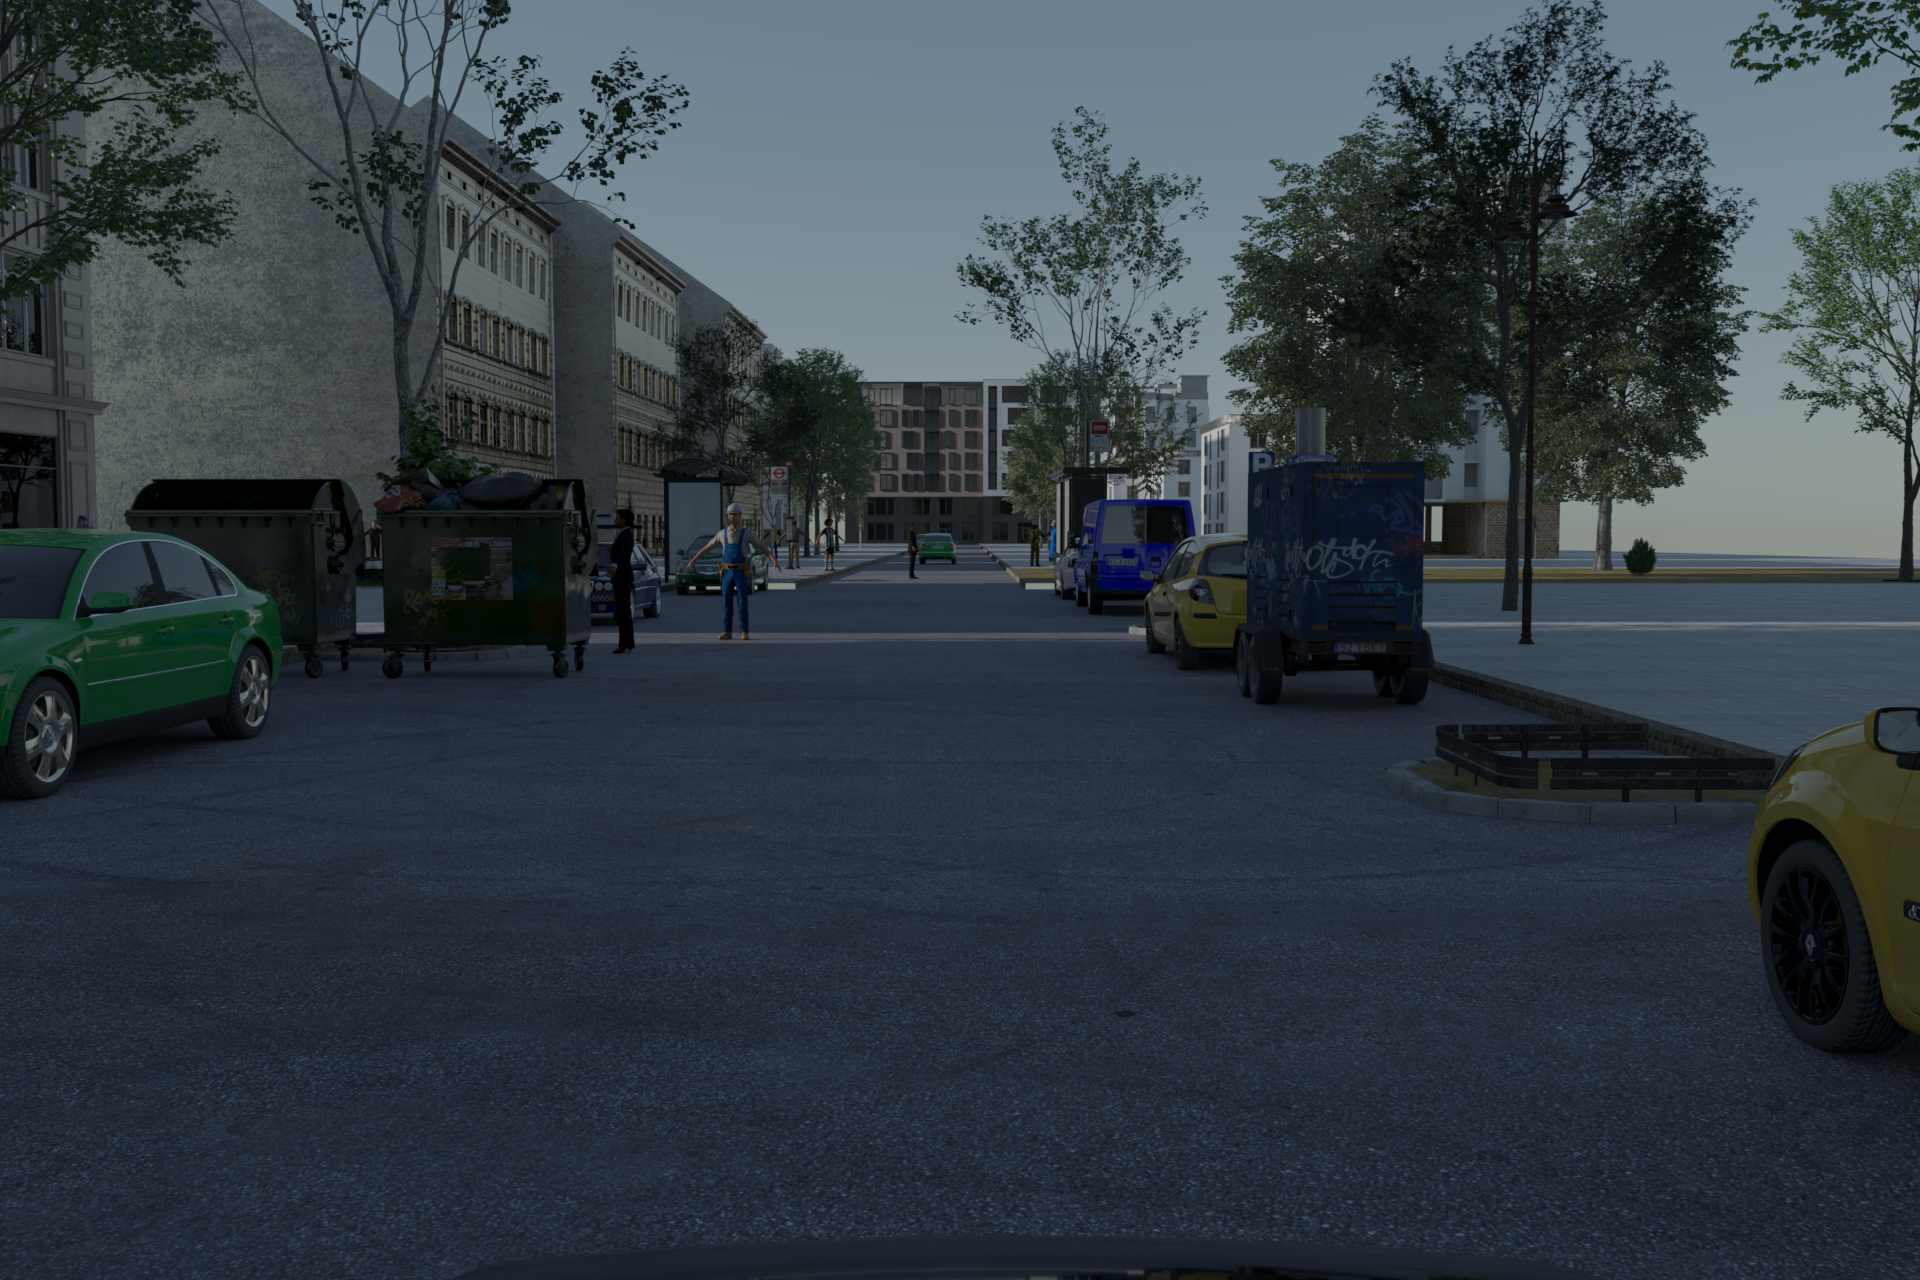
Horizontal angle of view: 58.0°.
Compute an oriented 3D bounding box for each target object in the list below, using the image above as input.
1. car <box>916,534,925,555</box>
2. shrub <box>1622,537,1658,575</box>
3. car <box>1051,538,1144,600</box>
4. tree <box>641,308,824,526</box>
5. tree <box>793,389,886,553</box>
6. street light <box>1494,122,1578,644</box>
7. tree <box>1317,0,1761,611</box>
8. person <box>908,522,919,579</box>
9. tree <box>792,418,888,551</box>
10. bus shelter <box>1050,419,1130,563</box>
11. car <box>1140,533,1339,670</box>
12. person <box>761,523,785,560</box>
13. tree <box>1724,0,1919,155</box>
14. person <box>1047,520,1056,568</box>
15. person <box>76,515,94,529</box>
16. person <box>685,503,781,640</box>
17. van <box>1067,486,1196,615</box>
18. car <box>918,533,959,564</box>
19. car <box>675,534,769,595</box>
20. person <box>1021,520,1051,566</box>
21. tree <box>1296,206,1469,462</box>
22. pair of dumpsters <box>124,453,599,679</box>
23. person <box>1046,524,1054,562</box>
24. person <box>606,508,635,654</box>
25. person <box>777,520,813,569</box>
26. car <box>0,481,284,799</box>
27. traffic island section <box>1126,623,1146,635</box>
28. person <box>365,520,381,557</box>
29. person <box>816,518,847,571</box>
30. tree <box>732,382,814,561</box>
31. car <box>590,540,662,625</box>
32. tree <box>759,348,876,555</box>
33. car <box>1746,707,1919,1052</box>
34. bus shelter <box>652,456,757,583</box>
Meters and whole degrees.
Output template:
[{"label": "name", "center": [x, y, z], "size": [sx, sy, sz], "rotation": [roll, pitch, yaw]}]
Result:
[{"label": "car", "center": [-2.338, -6.628, 120.168], "size": [2.131, 1.459, 4.920], "rotation": [0, 4, 0]}, {"label": "shrub", "center": [21.152, -2.615, 53.870], "size": [1.383, 1.207, 1.383], "rotation": [0, 3, 0]}, {"label": "car", "center": [3.138, -1.644, 39.236], "size": [2.083, 1.381, 4.827], "rotation": [0, 4, 0]}, {"label": "tree", "center": [-9.153, -8.330, 70.611], "size": [8.767, 10.594, 7.601], "rotation": [2, 4, 24]}, {"label": "tree", "center": [-8.729, -11.706, 117.147], "size": [9.928, 11.665, 9.643], "rotation": [0, 3, 0]}, {"label": "street light", "center": [6.606, -2.889, 20.029], "size": [0.468, 5.910, 1.993], "rotation": [0, 3, 0]}, {"label": "tree", "center": [9.528, -5.772, 28.792], "size": [7.601, 10.594, 8.767], "rotation": [-2, 4, -25]}, {"label": "person", "center": [-1.491, -2.861, 55.455], "size": [0.704, 1.802, 1.346], "rotation": [0, 4, 3]}, {"label": "tree", "center": [-9.173, -12.428, 128.953], "size": [9.928, 11.665, 9.643], "rotation": [0, 3, 0]}, {"label": "bus shelter", "center": [4.219, -4.939, 58.386], "size": [2.179, 5.291, 8.768], "rotation": [0, 4, -1]}, {"label": "car", "center": [3.113, -0.578, 19.680], "size": [2.015, 1.641, 3.980], "rotation": [0, 4, -1]}, {"label": "person", "center": [-9.119, -4.817, 84.727], "size": [1.349, 1.833, 0.705], "rotation": [2, 4, 23]}, {"label": "tree", "center": [8.769, -5.320, 12.739], "size": [9.928, 11.665, 9.643], "rotation": [0, 3, 0]}, {"label": "person", "center": [3.610, -3.674, 66.192], "size": [0.704, 1.817, 1.347], "rotation": [-1, 4, -14]}, {"label": "person", "center": [-21.466, -2.184, 42.418], "size": [0.621, 1.740, 0.551], "rotation": [0, 4, -3]}, {"label": "person", "center": [-3.059, -0.930, 23.513], "size": [1.347, 1.847, 0.705], "rotation": [1, 4, 9]}, {"label": "van", "center": [3.222, -1.720, 32.501], "size": [2.240, 2.365, 5.245], "rotation": [0, 3, 0]}, {"label": "car", "center": [-1.053, -4.584, 83.744], "size": [1.959, 1.807, 4.718], "rotation": [0, 4, 0]}, {"label": "car", "center": [-5.782, -1.873, 42.426], "size": [2.131, 1.459, 4.920], "rotation": [0, 4, 0]}, {"label": "person", "center": [2.988, -3.849, 68.695], "size": [1.354, 1.858, 0.705], "rotation": [2, 4, 32]}, {"label": "tree", "center": [9.303, -5.445, 39.392], "size": [4.360, 8.622, 3.978], "rotation": [0, 3, 0]}, {"label": "pair of dumpsters", "center": [-5.999, -0.771, 17.563], "size": [4.436, 2.255, 1.574], "rotation": [0, 4, 1]}, {"label": "person", "center": [4.323, -4.500, 80.031], "size": [0.721, 1.772, 1.216], "rotation": [3, 5, 40]}, {"label": "person", "center": [-4.131, -0.715, 20.864], "size": [0.721, 1.740, 1.216], "rotation": [0, 4, -6]}, {"label": "person", "center": [-6.122, -3.535, 64.073], "size": [1.348, 1.796, 0.705], "rotation": [0, 4, 4]}, {"label": "car", "center": [-5.820, -0.120, 10.765], "size": [1.959, 1.807, 4.718], "rotation": [0, 4, 0]}, {"label": "traffic island section", "center": [3.448, -0.149, 25.300], "size": [1.991, 0.108, 1.994], "rotation": [0, 4, 0]}, {"label": "person", "center": [-22.241, -3.652, 65.846], "size": [1.346, 1.812, 0.704], "rotation": [-1, 4, -21]}, {"label": "person", "center": [-4.506, -3.292, 59.972], "size": [1.345, 1.843, 0.704], "rotation": [-3, 5, -45]}, {"label": "tree", "center": [-8.910, -8.041, 81.829], "size": [4.360, 8.622, 3.978], "rotation": [0, 3, 0]}, {"label": "car", "center": [-6.011, -0.967, 28.396], "size": [1.945, 1.354, 3.894], "rotation": [0, 3, 0]}, {"label": "tree", "center": [-9.142, -11.501, 106.166], "size": [7.486, 12.596, 7.792], "rotation": [0, 3, 0]}, {"label": "car", "center": [3.213, 0.402, 3.654], "size": [2.015, 1.641, 3.980], "rotation": [0, 4, -1]}, {"label": "bus shelter", "center": [-6.940, -3.289, 47.702], "size": [2.014, 3.302, 5.546], "rotation": [0, 4, 1]}]
